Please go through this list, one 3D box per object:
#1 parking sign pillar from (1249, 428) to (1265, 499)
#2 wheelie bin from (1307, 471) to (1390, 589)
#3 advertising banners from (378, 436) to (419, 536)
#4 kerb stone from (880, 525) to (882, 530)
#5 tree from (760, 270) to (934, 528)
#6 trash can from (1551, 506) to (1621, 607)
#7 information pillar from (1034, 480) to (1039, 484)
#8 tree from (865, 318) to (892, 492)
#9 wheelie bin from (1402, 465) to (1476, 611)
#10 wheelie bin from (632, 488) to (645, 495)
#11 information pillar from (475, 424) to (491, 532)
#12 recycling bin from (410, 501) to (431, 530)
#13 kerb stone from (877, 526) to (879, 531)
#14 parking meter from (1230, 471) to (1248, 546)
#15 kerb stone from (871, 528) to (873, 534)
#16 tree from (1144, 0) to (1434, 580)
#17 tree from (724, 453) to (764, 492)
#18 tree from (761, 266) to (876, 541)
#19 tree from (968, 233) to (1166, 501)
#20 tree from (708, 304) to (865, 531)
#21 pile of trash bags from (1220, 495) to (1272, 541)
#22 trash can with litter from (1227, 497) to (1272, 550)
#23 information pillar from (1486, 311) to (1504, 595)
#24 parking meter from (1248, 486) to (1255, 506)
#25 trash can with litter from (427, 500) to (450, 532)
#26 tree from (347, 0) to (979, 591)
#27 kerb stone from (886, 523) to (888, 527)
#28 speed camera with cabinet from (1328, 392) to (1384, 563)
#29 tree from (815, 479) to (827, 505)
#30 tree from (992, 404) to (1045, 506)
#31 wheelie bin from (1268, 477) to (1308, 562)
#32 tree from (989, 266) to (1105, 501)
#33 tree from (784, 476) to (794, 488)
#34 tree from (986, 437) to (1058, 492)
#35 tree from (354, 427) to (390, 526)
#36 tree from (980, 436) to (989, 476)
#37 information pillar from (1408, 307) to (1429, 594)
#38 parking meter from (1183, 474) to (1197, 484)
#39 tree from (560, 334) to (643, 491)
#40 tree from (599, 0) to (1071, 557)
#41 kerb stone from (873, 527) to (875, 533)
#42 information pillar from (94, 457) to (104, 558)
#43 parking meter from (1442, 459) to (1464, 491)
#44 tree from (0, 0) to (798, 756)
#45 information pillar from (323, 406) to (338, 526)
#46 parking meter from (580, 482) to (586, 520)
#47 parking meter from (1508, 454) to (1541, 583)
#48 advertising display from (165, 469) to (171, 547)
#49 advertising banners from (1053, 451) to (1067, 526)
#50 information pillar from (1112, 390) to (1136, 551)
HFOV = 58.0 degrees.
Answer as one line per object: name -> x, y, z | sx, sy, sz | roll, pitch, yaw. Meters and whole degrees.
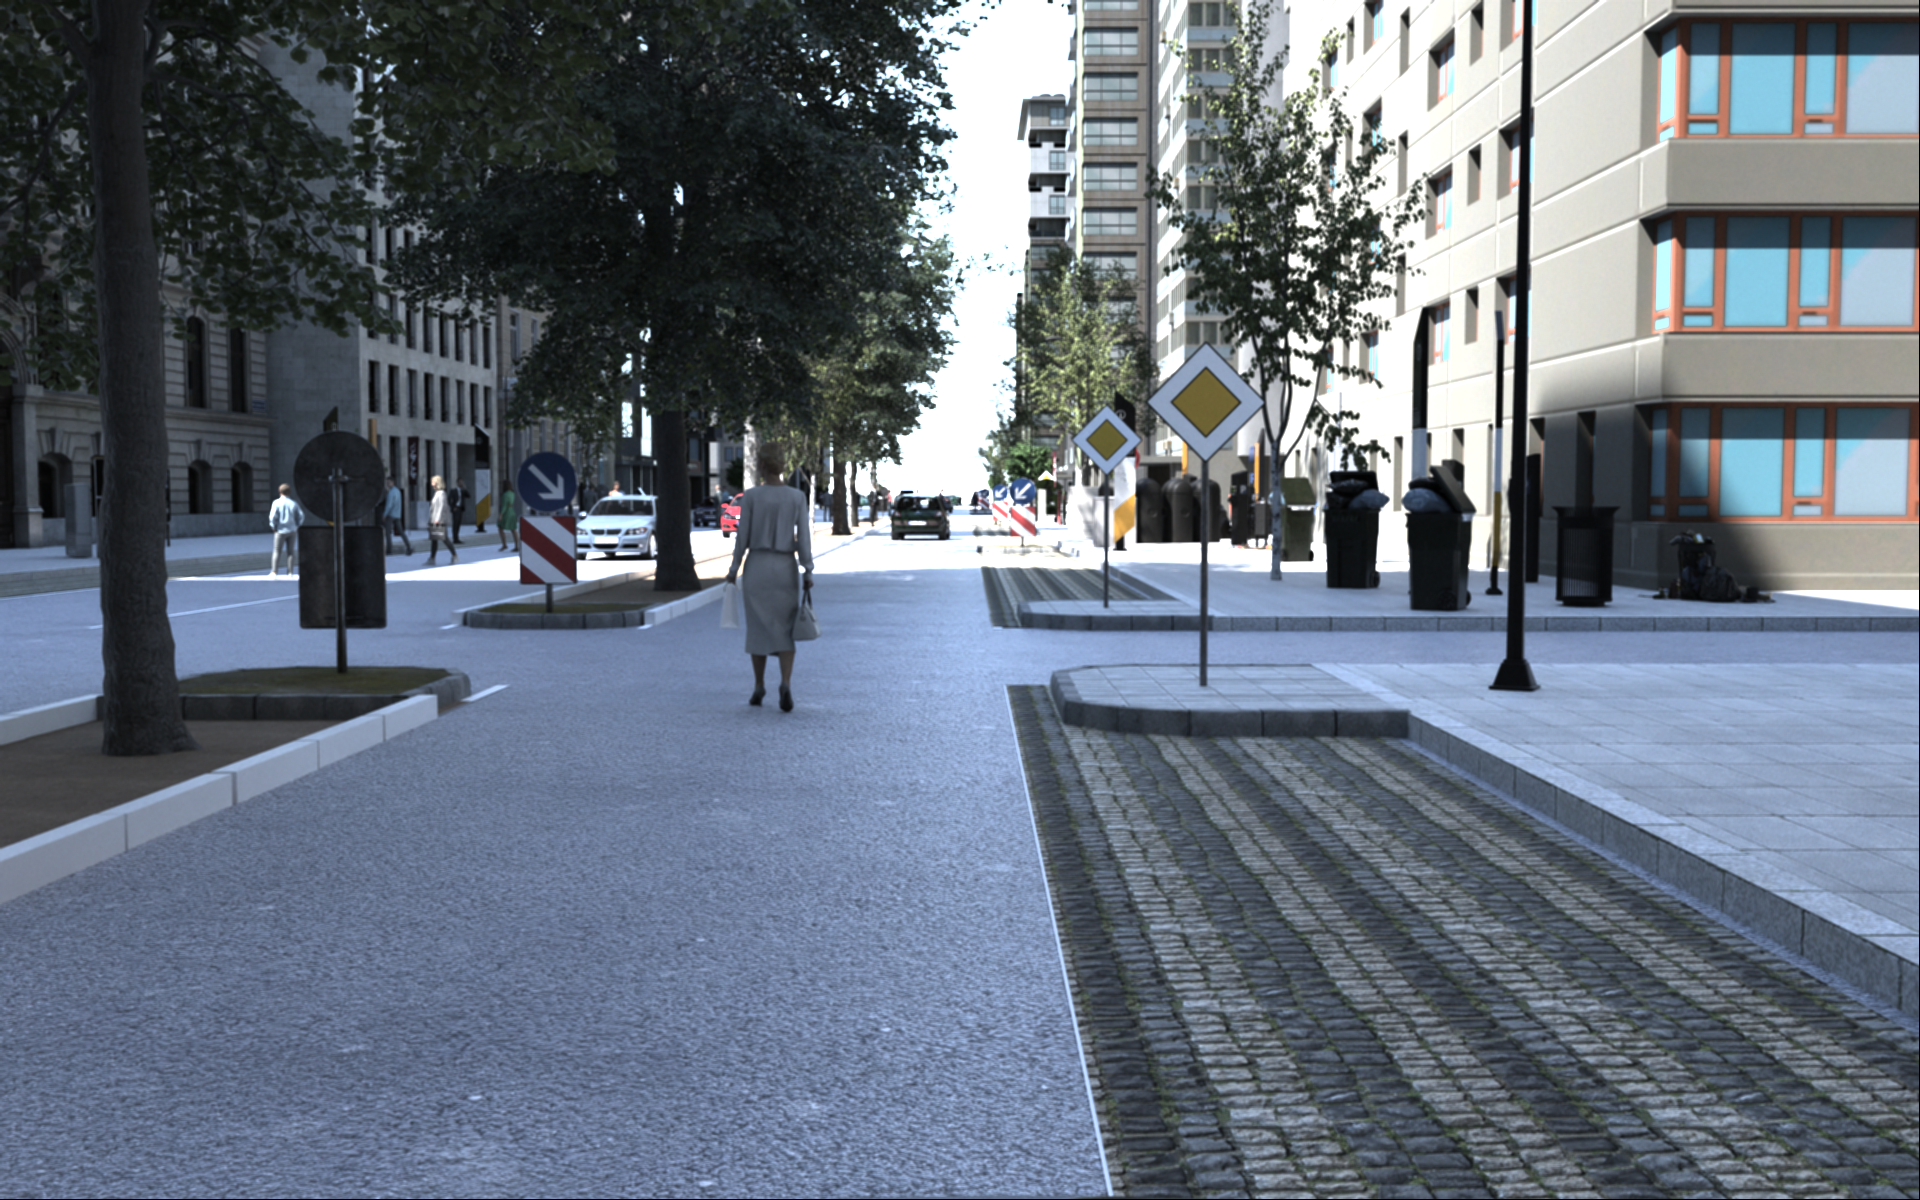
parking sign pillar -> 12.069, -5.012, 70.415 | 1.447, 3.967, 1.447 | 1, 4, 19
wheelie bin -> 5.383, -0.965, 23.679 | 0.980, 1.594, 0.693 | 2, 4, 31
advertising banners -> -17.202, -3.474, 52.995 | 2.074, 3.025, 0.090 | 2, 4, 34
kerb stone -> -3.232, -2.771, 67.518 | 0.120, 0.150, 1.000 | 0, 4, 0
tree -> -4.605, -8.901, 73.749 | 9.928, 11.665, 9.643 | 0, 3, 0
trash can -> 7.154, -0.500, 19.834 | 0.748, 1.137, 0.748 | 0, 3, 0
information pillar -> 3.925, -5.097, 87.836 | 0.304, 2.012, 0.304 | 1, 4, 18
tree -> -4.226, -6.960, 66.610 | 4.360, 8.622, 3.978 | 0, 3, 0
wheelie bin -> 5.304, -0.693, 19.237 | 0.693, 1.594, 0.980 | 2, 4, 30
wheelie bin -> -16.237, -4.874, 87.597 | 0.693, 1.594, 0.980 | 0, 4, 1
information pillar -> -15.939, -4.064, 57.796 | 0.504, 3.616, 0.183 | 0, 4, 8
recycling bin -> -19.136, -3.008, 61.734 | 0.722, 1.027, 0.722 | -3, 4, -38
kerb stone -> -3.248, -2.647, 65.467 | 0.120, 0.150, 1.000 | 0, 4, 0
parking meter -> 6.948, -2.286, 43.090 | 0.399, 1.863, 0.255 | -2, 4, -30
kerb stone -> -3.252, -2.388, 61.379 | 0.120, 0.150, 1.000 | 0, 4, 0
tree -> 4.712, -4.590, 25.412 | 4.737, 8.622, 4.395 | 0, 3, 0
tree -> -16.766, -9.260, 135.118 | 4.285, 4.588, 4.351 | 0, 3, 0
tree -> -4.470, -6.068, 52.032 | 4.737, 8.622, 4.395 | 0, 3, 0
tree -> 4.272, -7.829, 62.420 | 7.601, 10.594, 8.767 | 0, 4, 6
tree -> -4.757, -5.727, 46.458 | 4.360, 8.622, 3.978 | 0, 3, 0
pile of trash bags -> 7.885, -2.418, 49.287 | 1.912, 1.369, 3.447 | 0, 4, 5
trash can with litter -> 6.931, -1.779, 40.151 | 1.678, 1.210, 2.233 | -1, 4, -14
information pillar -> 6.820, -1.874, 21.992 | 0.183, 3.616, 0.504 | 1, 4, 13
parking meter -> 8.809, -2.717, 52.829 | 0.372, 1.533, 0.369 | 0, 3, 0
trash can with litter -> -17.654, -2.888, 58.610 | 0.624, 1.170, 1.055 | 0, 4, -4
tree -> -4.189, -7.098, 25.161 | 9.857, 13.997, 8.962 | 0, 3, 0
kerb stone -> -3.221, -3.085, 72.643 | 0.120, 0.150, 1.000 | 0, 4, 0
speed camera with cabinet -> 7.526, -2.358, 32.892 | 0.660, 3.252, 2.038 | 0, 4, -1
tree -> -16.211, -12.873, 205.080 | 1.663, 3.219, 1.824 | 0, 3, 0
tree -> 4.288, -11.087, 131.632 | 4.360, 8.622, 3.978 | 0, 3, 0
wheelie bin -> 6.259, -1.518, 32.735 | 0.980, 1.594, 0.693 | -1, 4, -18
tree -> 3.893, -6.426, 55.434 | 4.737, 8.622, 4.395 | 0, 3, 0
tree -> -16.228, -10.030, 158.593 | 1.663, 3.219, 1.824 | 0, 3, 0
tree -> 3.974, -7.007, 98.284 | 4.285, 4.588, 4.351 | 0, 3, 0
tree -> -17.363, -3.400, 50.188 | 1.663, 3.219, 1.824 | 0, 3, 0
tree -> 4.210, -13.059, 163.871 | 4.737, 8.622, 4.395 | 0, 3, 0
information pillar -> 5.838, -1.875, 22.009 | 0.183, 3.616, 0.504 | 0, 4, 2
parking meter -> 6.545, -2.667, 49.317 | 0.255, 1.863, 0.399 | -2, 4, -31
tree -> -16.125, -7.670, 75.772 | 4.737, 8.622, 4.395 | 0, 3, 0
tree -> -3.445, -10.959, 37.533 | 12.611, 20.169, 13.585 | 0, 3, 0
kerb stone -> -3.255, -2.459, 62.401 | 0.120, 0.150, 1.000 | 0, 4, 0
information pillar -> -17.128, -1.851, 34.760 | 0.304, 2.012, 0.304 | 0, 4, 5
parking meter -> 8.381, -1.454, 29.483 | 0.255, 1.863, 0.399 | 3, 5, 42
tree -> -4.420, -5.396, 8.803 | 7.486, 12.596, 7.792 | 0, 3, 0
information pillar -> -16.644, -3.337, 45.916 | 0.183, 3.616, 0.504 | 1, 4, 20
parking meter -> -18.710, -4.929, 86.306 | 0.399, 1.863, 0.255 | -2, 4, -34
parking meter -> 8.212, -1.193, 25.223 | 0.399, 1.863, 0.255 | 3, 4, 37
advertising display -> -19.726, -2.256, 42.094 | 0.974, 1.923, 0.123 | -2, 4, -32
advertising banners -> 4.020, -4.511, 69.940 | 0.090, 3.025, 2.074 | -1, 4, -11
information pillar -> 3.680, -2.905, 38.856 | 0.504, 3.616, 0.183 | 0, 4, 3
